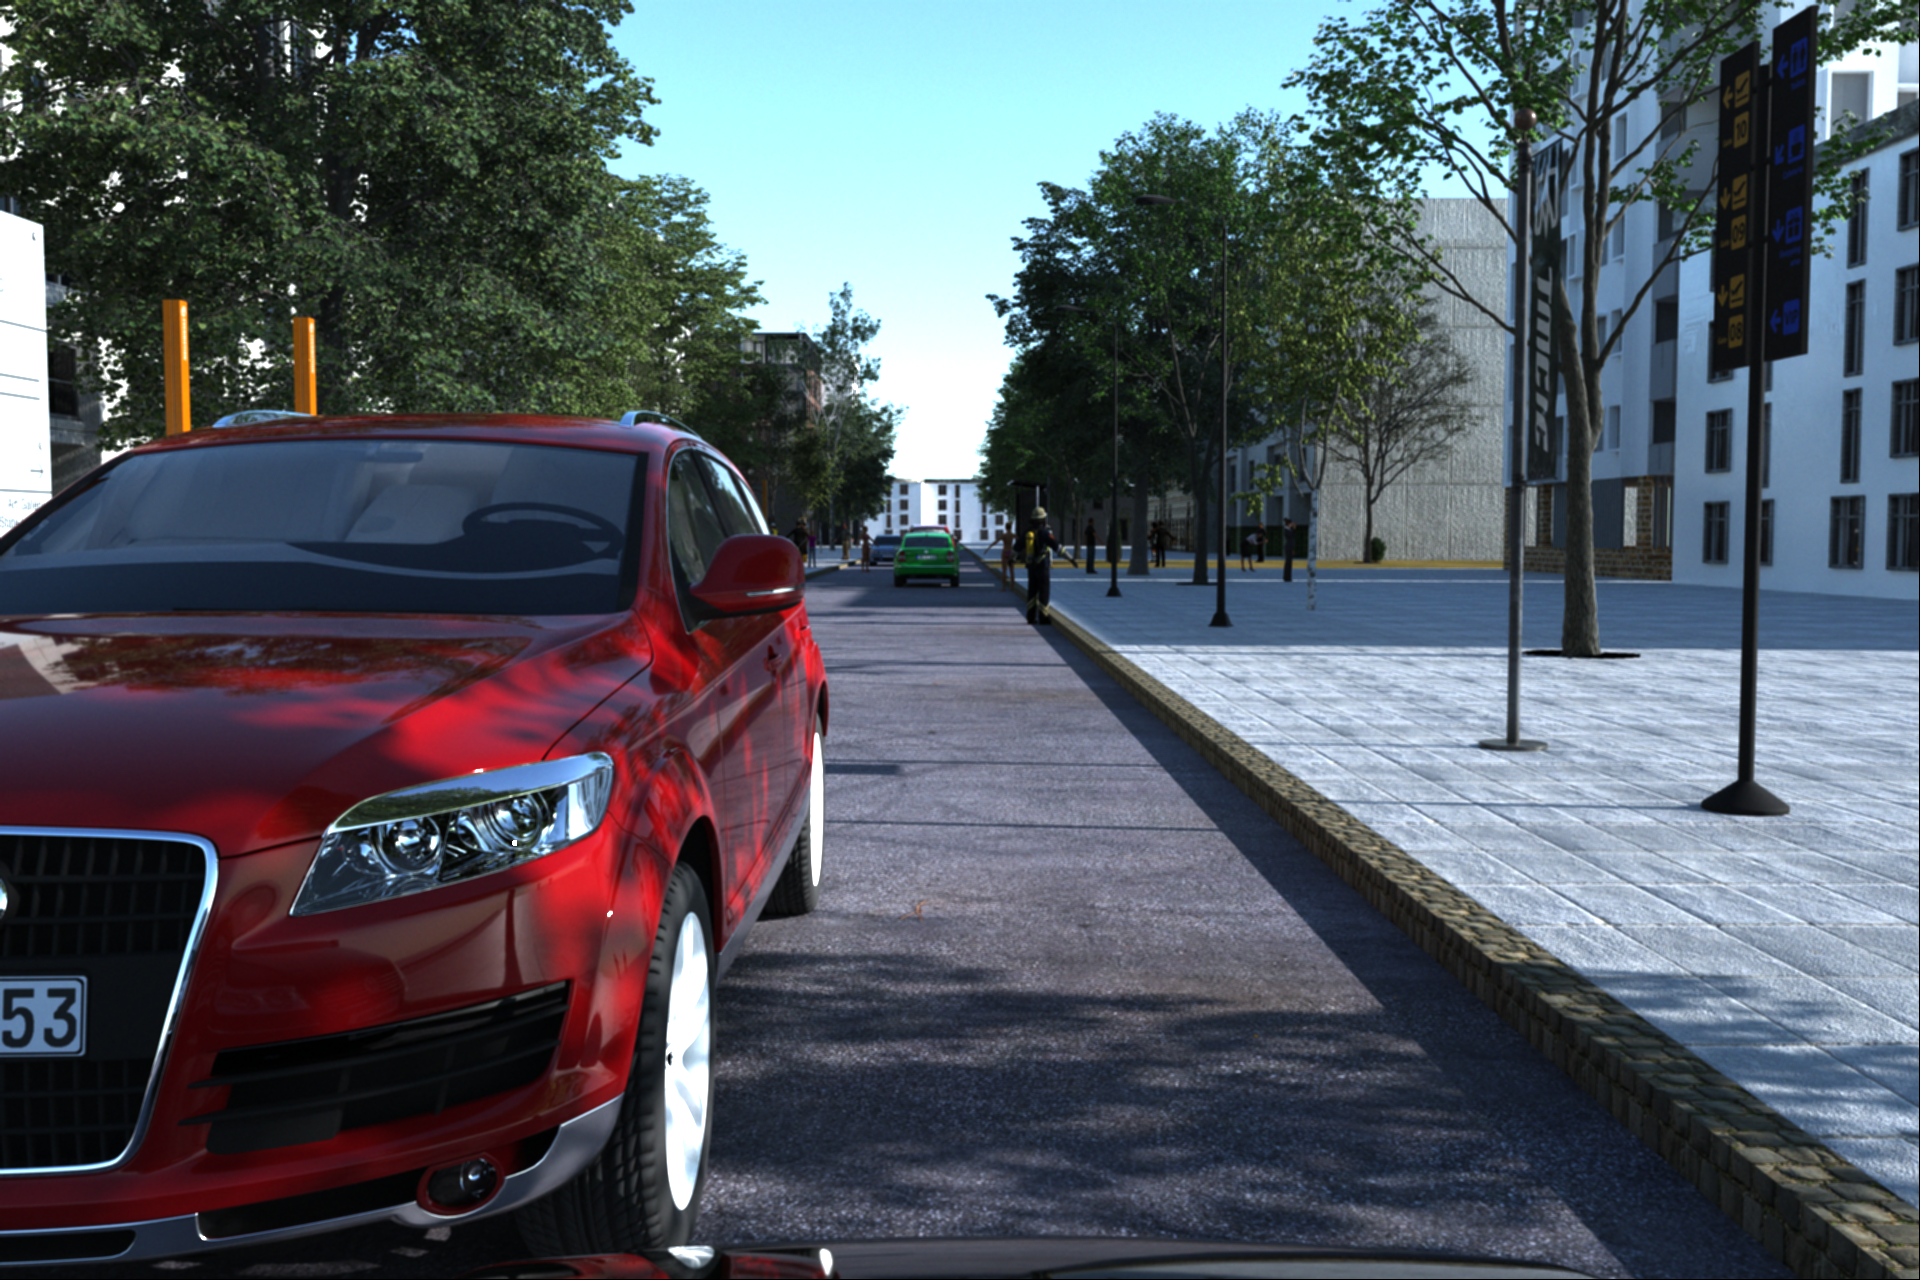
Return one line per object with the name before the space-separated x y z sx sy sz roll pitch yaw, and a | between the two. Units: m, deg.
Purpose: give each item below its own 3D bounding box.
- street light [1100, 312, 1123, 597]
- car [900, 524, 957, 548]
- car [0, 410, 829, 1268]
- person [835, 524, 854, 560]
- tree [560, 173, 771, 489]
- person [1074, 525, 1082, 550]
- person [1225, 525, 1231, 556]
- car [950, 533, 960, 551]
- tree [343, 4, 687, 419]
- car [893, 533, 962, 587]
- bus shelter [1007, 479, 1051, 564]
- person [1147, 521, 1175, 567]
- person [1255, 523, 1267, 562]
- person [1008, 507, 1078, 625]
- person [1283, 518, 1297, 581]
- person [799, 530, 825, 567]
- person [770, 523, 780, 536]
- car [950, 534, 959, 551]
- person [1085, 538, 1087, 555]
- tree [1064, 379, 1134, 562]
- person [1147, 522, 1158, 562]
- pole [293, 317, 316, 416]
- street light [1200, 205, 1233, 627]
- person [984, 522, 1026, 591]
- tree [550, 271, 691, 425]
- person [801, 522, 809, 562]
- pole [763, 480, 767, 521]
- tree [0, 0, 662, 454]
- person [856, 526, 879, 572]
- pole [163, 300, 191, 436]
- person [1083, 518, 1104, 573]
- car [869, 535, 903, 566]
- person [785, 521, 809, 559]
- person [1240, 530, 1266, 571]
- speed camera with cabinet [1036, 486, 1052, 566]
street light | 3.701 -3.842 35.366 1.470 5.913 1.316 0 4 -1
car | -1.229 -3.661 68.533 2.281 1.827 5.304 0 4 -1
car | -1.535 0.220 5.075 2.281 1.827 5.304 0 3 0
person | -5.689 -4.858 85.706 1.348 1.796 0.705 3 5 44
tree | -9.655 -8.386 55.231 7.486 12.596 7.792 0 3 0
person | 6.744 -5.698 99.289 0.704 1.817 1.347 1 4 15
person | 15.743 -5.862 101.976 0.705 1.813 1.348 0 4 -2
car | -1.074 -8.343 145.445 2.155 1.783 4.494 0 4 0
tree | -9.651 -7.285 37.229 7.486 12.596 7.792 0 3 0
car | -0.908 -2.423 48.415 1.959 1.807 4.718 0 4 0
bus shelter | 3.094 -5.285 77.690 1.731 3.624 6.357 0 4 0
person | 7.808 -3.750 67.491 1.347 1.806 0.705 -1 4 -18
person | 13.595 -4.419 78.475 0.704 1.802 1.346 -1 4 -23
person | 1.264 -1.179 27.510 1.354 1.856 0.705 3 5 39
person | 8.976 -2.442 46.779 0.445 1.727 0.742 -2 4 -24
person | -5.726 -3.529 66.965 0.991 1.433 0.599 0 4 -7
person | -9.535 -5.032 88.249 0.705 1.833 1.349 2 4 31
car | -1.091 -5.754 105.881 2.131 1.459 4.920 0 4 -1
person | 7.794 -6.026 104.705 0.705 1.806 1.347 1 4 21
tree | 6.842 -7.888 79.334 4.360 8.622 3.978 0 3 0
person | 8.842 -4.457 79.019 0.704 1.843 1.345 3 5 40
pole | -6.188 -1.381 16.428 0.158 3.312 0.155 0 3 0
street light | 4.171 -3.142 23.920 1.470 5.913 1.316 0 4 -1
person | 1.184 -2.100 43.599 1.217 1.733 0.721 -1 4 -21
tree | -8.939 -5.900 46.828 4.360 8.622 3.978 0 3 0
person | -7.096 -4.422 78.432 0.704 1.812 1.346 1 4 19
pole | -7.348 -4.370 65.290 0.158 3.312 0.155 0 3 0
tree | -8.848 -7.171 23.902 9.857 13.997 8.962 0 3 0
person | -3.513 -3.440 65.497 0.721 1.733 1.217 3 5 40
pole | -6.852 -1.307 15.215 0.158 3.312 0.155 0 3 0
person | 4.296 -3.074 56.477 0.705 1.803 1.348 -1 4 -22
car | -3.211 -4.096 78.974 2.014 1.417 4.499 0 4 0
person | -6.904 -4.162 73.980 1.347 1.837 0.705 -1 4 -10
person | 10.028 -3.073 59.473 0.799 1.438 0.628 -1 4 -11
speed camera with cabinet | 3.398 -4.682 70.893 0.660 3.252 2.038 0 4 -1
